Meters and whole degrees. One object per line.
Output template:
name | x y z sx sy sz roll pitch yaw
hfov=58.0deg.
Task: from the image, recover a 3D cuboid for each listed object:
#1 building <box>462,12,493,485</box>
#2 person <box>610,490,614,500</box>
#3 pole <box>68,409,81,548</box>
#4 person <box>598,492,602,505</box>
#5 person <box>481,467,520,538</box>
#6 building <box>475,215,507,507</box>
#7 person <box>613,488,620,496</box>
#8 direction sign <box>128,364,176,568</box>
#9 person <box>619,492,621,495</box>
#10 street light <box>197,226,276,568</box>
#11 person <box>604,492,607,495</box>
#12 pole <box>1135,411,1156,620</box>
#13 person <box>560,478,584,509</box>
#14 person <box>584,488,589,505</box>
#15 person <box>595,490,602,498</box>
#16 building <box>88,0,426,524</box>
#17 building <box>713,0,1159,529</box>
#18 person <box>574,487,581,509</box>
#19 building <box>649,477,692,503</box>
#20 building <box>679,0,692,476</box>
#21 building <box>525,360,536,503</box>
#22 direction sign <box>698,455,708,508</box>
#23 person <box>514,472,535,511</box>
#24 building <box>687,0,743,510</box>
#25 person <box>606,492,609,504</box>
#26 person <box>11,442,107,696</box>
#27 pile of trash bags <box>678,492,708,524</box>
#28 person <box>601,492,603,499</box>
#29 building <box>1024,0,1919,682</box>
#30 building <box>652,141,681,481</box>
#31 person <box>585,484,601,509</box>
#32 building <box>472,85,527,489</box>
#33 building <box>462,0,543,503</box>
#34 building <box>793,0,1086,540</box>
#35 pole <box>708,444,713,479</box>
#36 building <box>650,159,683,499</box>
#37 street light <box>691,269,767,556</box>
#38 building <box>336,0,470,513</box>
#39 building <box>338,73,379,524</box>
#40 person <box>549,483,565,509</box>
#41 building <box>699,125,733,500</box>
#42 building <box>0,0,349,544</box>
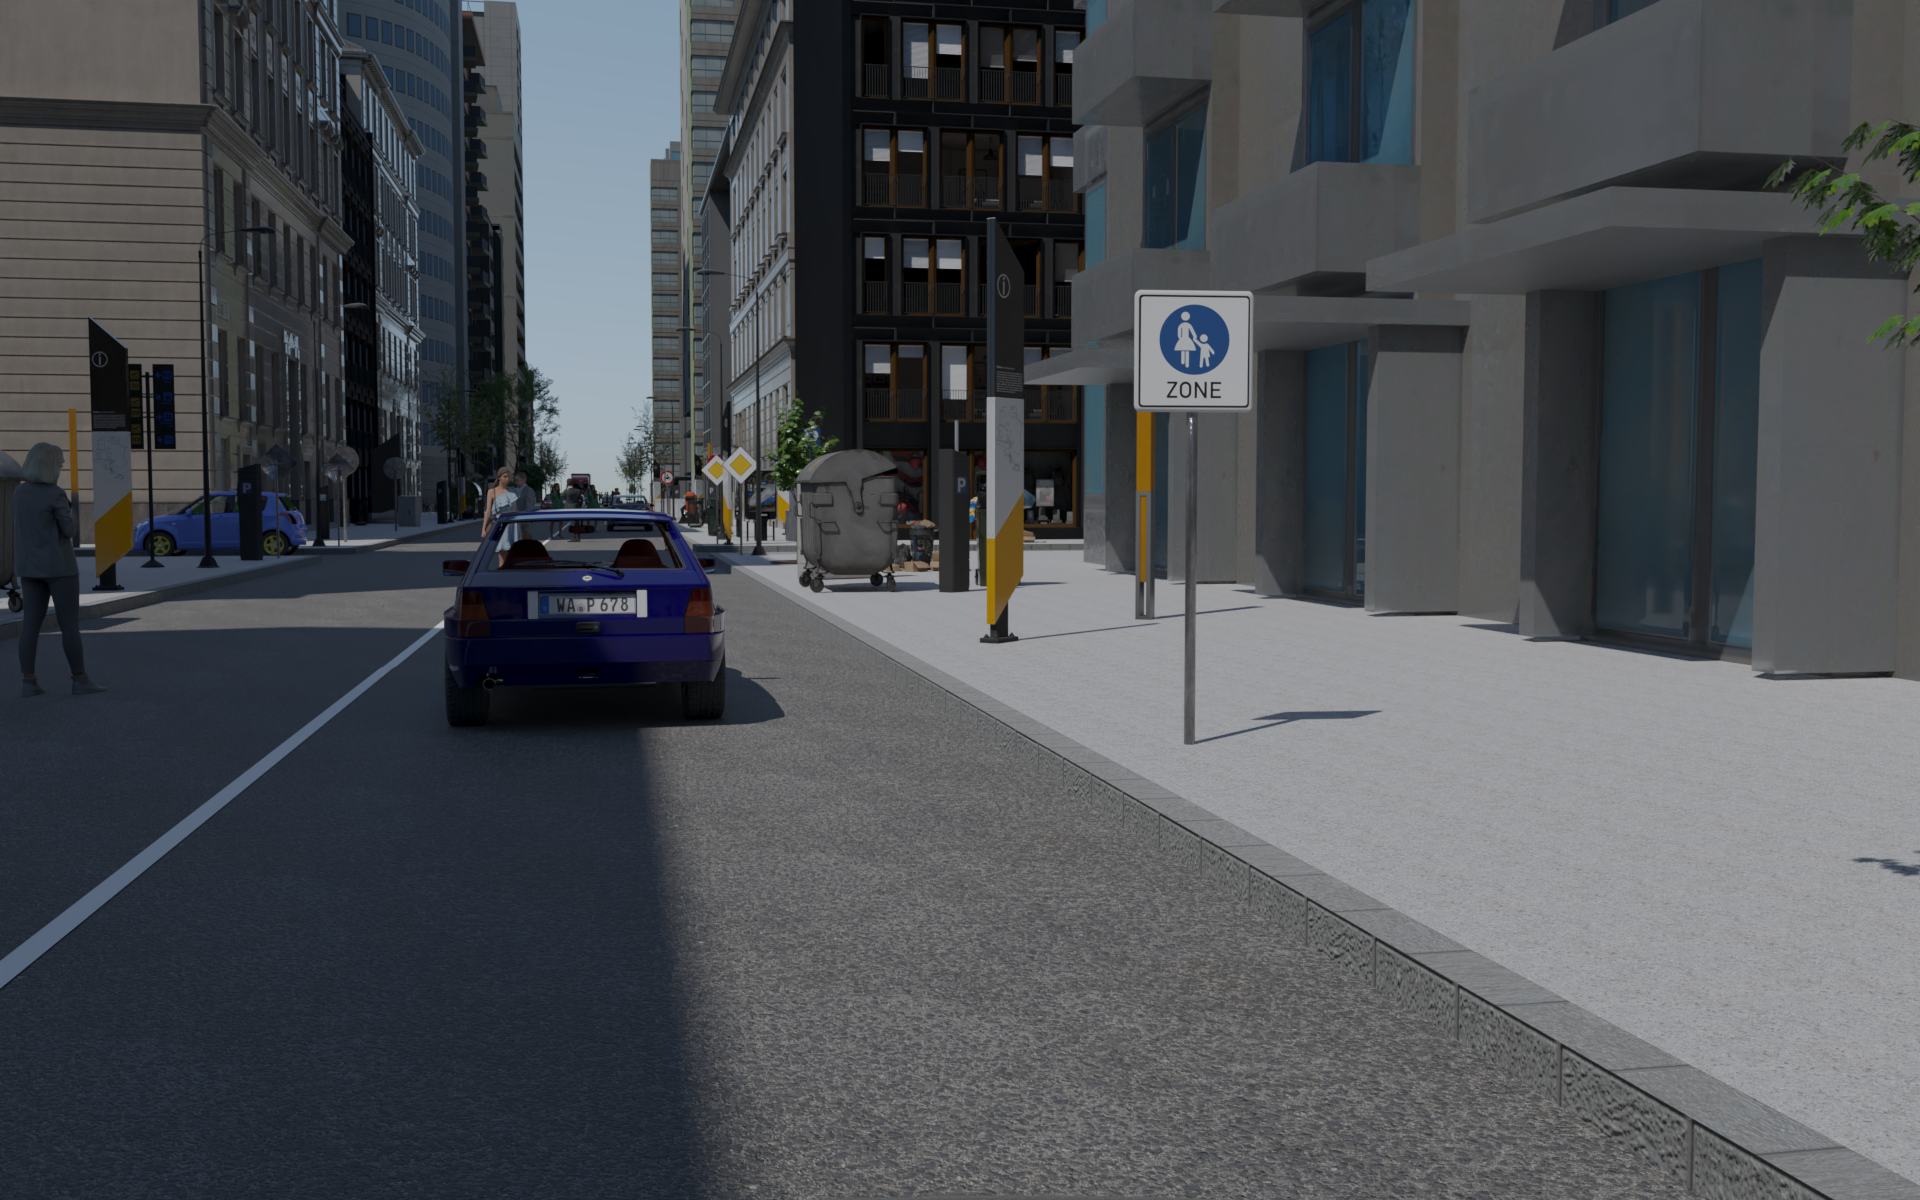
building | -53.762 -30.551 154.132 22.147 44.769 28.867 -1 4 -12
person | -29.109 -8.344 145.639 0.721 1.735 1.217 2 4 23
pole | -21.159 -2.908 41.384 0.158 3.312 0.155 0 3 0
person | -49.072 -13.847 235.609 1.217 1.736 0.721 3 4 36
person | -6.460 -0.968 24.427 0.616 1.811 0.778 -2 4 -28
building | -53.945 -24.753 176.420 14.160 30.474 14.107 -1 4 -12
person | -21.348 -6.069 107.699 0.573 1.828 0.580 -3 5 -44
direction sign | -14.129 -2.337 30.205 0.876 3.537 0.379 0 4 -8
person | -44.245 -13.178 224.756 0.445 1.727 0.742 -2 4 -30
street light | -12.567 -3.521 30.109 1.470 5.913 1.316 -1 4 -12
person | -54.641 -15.809 266.960 1.348 1.826 0.705 0 4 8
pole | 1.894 -1.456 17.641 0.158 3.312 0.155 0 3 0
person | -11.566 -2.675 51.593 0.474 1.900 0.648 3 4 38
person | -24.836 -6.556 115.552 0.638 1.841 0.748 2 4 28
person | -36.129 -9.999 171.990 1.348 1.824 0.705 0 4 7
building | -36.719 -18.178 94.472 12.463 27.353 25.104 -1 4 -12
building | -1.631 -14.793 75.148 16.112 22.955 30.059 -1 4 -12
person | -22.304 -5.631 100.549 0.794 1.824 0.713 -2 4 -23
building | -31.346 -35.086 265.535 32.217 40.220 23.993 -1 4 -12
building | -10.773 -34.582 154.646 28.713 52.752 27.495 -1 4 -12
building | -71.902 -23.709 232.688 27.650 21.520 28.899 -1 4 -12
direction sign | -14.873 -6.676 101.154 0.876 3.537 0.379 0 4 -2
person | -7.551 -1.307 29.984 0.853 1.813 0.709 -3 5 -40
building | -13.773 -27.486 132.982 14.154 41.232 14.086 -1 4 -12
person | -43.961 -12.622 215.580 0.721 1.736 1.217 0 4 -2
person | -6.530 -0.230 12.446 0.537 1.800 0.526 2 4 28
pile of trash bags | -11.288 -3.974 74.732 1.912 1.369 3.447 0 4 3
person | -53.883 -15.345 259.925 0.750 1.759 0.617 2 4 28
building | 14.217 -24.520 20.505 23.786 49.044 30.456 -1 4 -12
building | -30.389 -37.804 237.704 23.786 49.044 30.456 -1 4 -12
person | -13.742 -3.427 64.773 0.529 1.795 0.600 3 5 40
building | -63.728 -35.725 207.807 21.300 48.544 21.600 -1 4 -12
building | -72.892 -50.027 256.188 20.563 71.187 20.611 -1 4 -12
building | 3.339 -13.744 54.391 15.834 23.373 12.332 -1 4 -12
pole | -10.092 -4.664 70.098 0.158 3.312 0.155 0 3 0
building | -31.229 -32.507 215.085 14.154 41.232 14.086 -1 4 -12
street light | -4.746 -3.883 36.021 1.470 5.913 1.316 -1 4 -12
building | -47.970 -35.704 125.758 21.231 58.520 28.212 -1 4 -12
building | -32.630 -14.977 74.552 12.332 23.373 15.834 -1 4 -12
person | -12.964 -2.869 55.663 0.529 1.795 0.600 2 4 34
building | -7.728 -17.456 104.474 14.314 24.678 30.058 -1 4 -12
building | -27.246 -15.744 54.676 12.463 27.353 25.104 -1 4 -12
